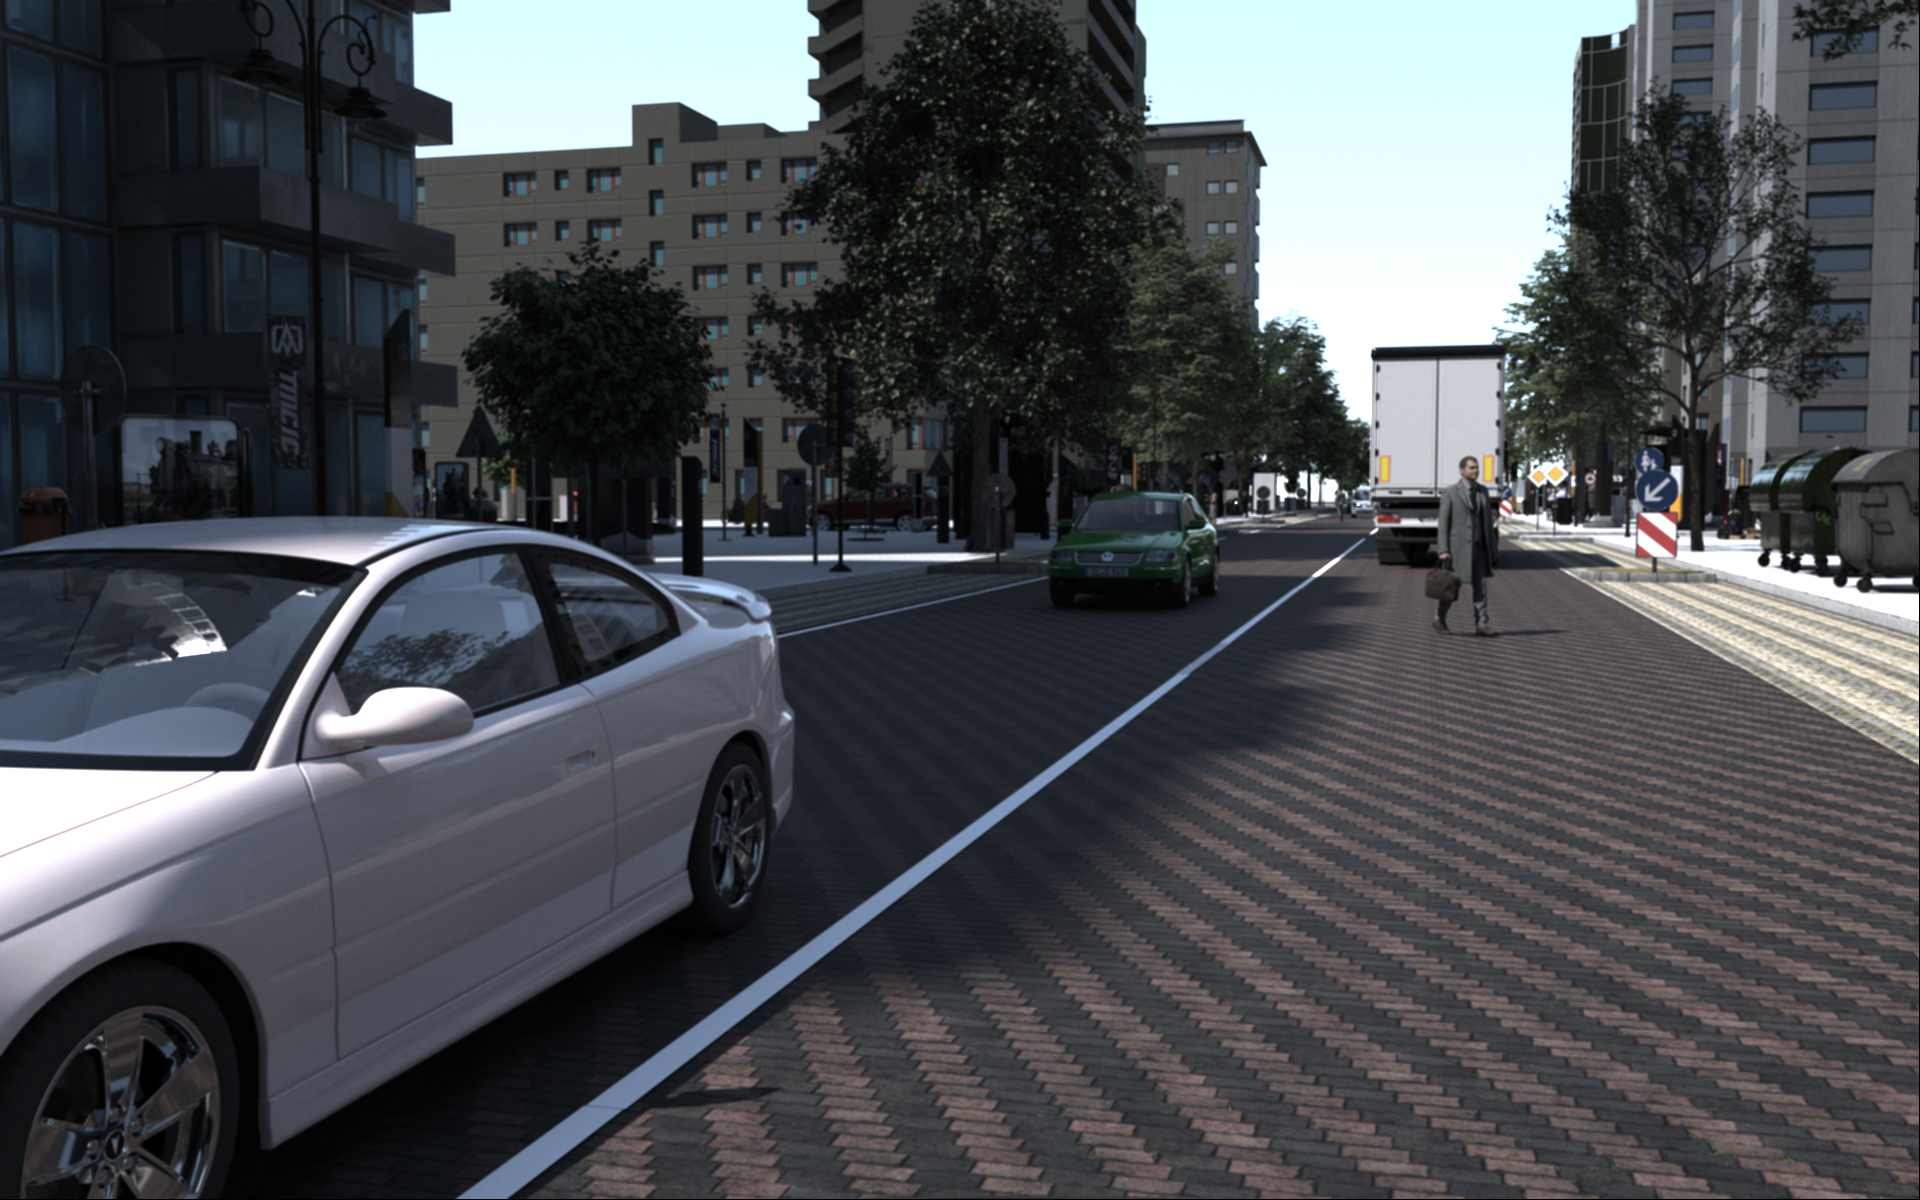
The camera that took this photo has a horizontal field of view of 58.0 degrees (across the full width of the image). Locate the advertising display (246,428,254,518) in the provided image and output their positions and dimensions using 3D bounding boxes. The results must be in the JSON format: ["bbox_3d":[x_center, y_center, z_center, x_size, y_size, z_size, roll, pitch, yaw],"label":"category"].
[{"bbox_3d":[-7.284,-0.714,16.884,0.974,1.923,0.123,2,4,25],"label":"advertising display"}]

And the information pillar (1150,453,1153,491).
[{"bbox_3d":[10.662,-6.431,96.502,0.183,3.616,0.504,0,4,-1],"label":"information pillar"}]

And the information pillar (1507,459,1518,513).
[{"bbox_3d":[37.041,-7.610,115.780,0.504,3.616,0.183,-2,4,-25],"label":"information pillar"}]

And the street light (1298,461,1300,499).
[{"bbox_3d":[27.062,-10.113,138.136,0.468,5.910,1.993,1,4,15],"label":"street light"}]

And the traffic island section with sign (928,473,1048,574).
[{"bbox_3d":[0.621,-1.410,31.674,1.989,1.847,2.006,1,4,15],"label":"traffic island section with sign"}]

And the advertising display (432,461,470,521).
[{"bbox_3d":[-10.124,-1.794,34.551,0.974,1.923,0.123,3,4,38],"label":"advertising display"}]

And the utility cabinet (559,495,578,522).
[{"bbox_3d":[-17.478,-4.061,77.553,1.020,1.237,0.306,3,4,36],"label":"utility cabinet"}]

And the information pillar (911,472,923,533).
[{"bbox_3d":[-1.434,-3.266,57.895,0.304,2.012,0.304,-1,4,-21],"label":"information pillar"}]

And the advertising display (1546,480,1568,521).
[{"bbox_3d":[28.157,-4.681,81.741,0.974,1.923,0.123,3,5,40],"label":"advertising display"}]

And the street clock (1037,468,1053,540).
[{"bbox_3d":[2.400,-2.704,48.775,0.358,2.002,0.471,3,4,36],"label":"street clock"}]

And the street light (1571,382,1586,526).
[{"bbox_3d":[24.396,-5.850,68.433,0.468,5.910,1.993,1,4,15],"label":"street light"}]

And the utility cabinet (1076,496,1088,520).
[{"bbox_3d":[3.705,-2.550,52.852,0.306,1.237,1.020,1,4,8],"label":"utility cabinet"}]

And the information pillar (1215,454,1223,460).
[{"bbox_3d":[14.369,-6.408,96.119,0.504,3.616,0.183,3,4,36],"label":"information pillar"}]

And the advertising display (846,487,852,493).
[{"bbox_3d":[-4.062,-3.884,68.712,0.974,1.923,0.123,-2,4,-35],"label":"advertising display"}]

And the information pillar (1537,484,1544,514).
[{"bbox_3d":[36.691,-6.423,109.514,0.304,2.012,0.304,0,4,5],"label":"information pillar"}]

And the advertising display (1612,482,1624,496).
[{"bbox_3d":[33.730,-5.146,89.348,0.974,1.923,0.123,-1,4,-9],"label":"advertising display"}]

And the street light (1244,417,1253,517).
[{"bbox_3d":[15.949,-7.544,96.131,0.468,5.910,1.993,1,4,15],"label":"street light"}]

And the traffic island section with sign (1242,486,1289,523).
[{"bbox_3d":[14.937,-4.675,85.057,1.989,1.847,2.006,1,4,15],"label":"traffic island section with sign"}]

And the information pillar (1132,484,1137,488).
[{"bbox_3d":[12.212,-7.133,121.119,0.304,2.012,0.304,0,4,-8],"label":"information pillar"}]

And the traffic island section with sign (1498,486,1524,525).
[{"bbox_3d":[25.582,-4.477,81.826,1.989,1.847,2.006,1,4,15],"label":"traffic island section with sign"}]

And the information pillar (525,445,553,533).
[{"bbox_3d":[-5.977,-1.230,24.607,0.304,2.012,0.304,-2,4,-35],"label":"information pillar"}]

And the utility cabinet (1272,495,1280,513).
[{"bbox_3d":[20.894,-6.406,115.896,1.020,1.237,0.306,-1,4,-11],"label":"utility cabinet"}]

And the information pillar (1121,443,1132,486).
[{"bbox_3d":[7.152,-5.085,74.502,0.504,3.616,0.183,-2,4,-23],"label":"information pillar"}]

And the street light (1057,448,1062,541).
[{"bbox_3d":[2.701,-4.527,46.809,0.468,5.910,1.993,1,4,15],"label":"street light"}]

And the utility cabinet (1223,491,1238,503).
[{"bbox_3d":[17.230,-6.242,110.734,1.173,1.500,0.318,2,4,24],"label":"utility cabinet"}]

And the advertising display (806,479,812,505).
[{"bbox_3d":[-6.537,-4.183,73.613,0.123,1.923,0.974,2,4,34],"label":"advertising display"}]

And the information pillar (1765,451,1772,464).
[{"bbox_3d":[43.793,-6.272,93.898,0.504,3.616,0.183,-3,4,-36],"label":"information pillar"}]

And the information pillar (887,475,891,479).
[{"bbox_3d":[-2.895,-3.833,67.165,0.304,2.012,0.304,-2,4,-30],"label":"information pillar"}]

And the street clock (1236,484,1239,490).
[{"bbox_3d":[20.662,-7.566,128.273,0.358,2.002,0.471,3,5,44],"label":"street clock"}]

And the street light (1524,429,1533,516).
[{"bbox_3d":[32.940,-7.807,100.430,0.468,5.910,1.993,1,4,15],"label":"street light"}]

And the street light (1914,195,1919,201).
[{"bbox_3d":[11.441,-2.890,20.047,0.468,5.910,1.993,1,4,15],"label":"street light"}]

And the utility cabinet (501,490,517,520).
[{"bbox_3d":[-21.915,-4.616,84.149,0.318,1.500,1.173,1,4,8],"label":"utility cabinet"}]

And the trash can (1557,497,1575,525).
[{"bbox_3d":[25.194,-3.699,72.125,0.748,1.137,0.748,0,3,0],"label":"trash can"}]

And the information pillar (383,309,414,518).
[{"bbox_3d":[-7.038,-1.859,21.754,0.183,3.616,0.504,1,4,15],"label":"information pillar"}]

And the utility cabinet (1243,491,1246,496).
[{"bbox_3d":[18.917,-6.618,116.880,1.173,1.500,0.318,-2,4,-34],"label":"utility cabinet"}]

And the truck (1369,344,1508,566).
[{"bbox_3d":[10.609,-3.005,38.053,2.839,4.237,11.283,1,4,17],"label":"truck"}]

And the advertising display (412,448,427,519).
[{"bbox_3d":[-7.701,-1.159,24.158,0.123,1.923,0.974,0,4,7],"label":"advertising display"}]

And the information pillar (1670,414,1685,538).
[{"bbox_3d":[20.914,-3.620,50.547,0.183,3.616,0.504,-1,4,-14],"label":"information pillar"}]

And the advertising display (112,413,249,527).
[{"bbox_3d":[-6.317,-0.540,14.047,0.974,1.923,0.123,-3,5,-42],"label":"advertising display"}]

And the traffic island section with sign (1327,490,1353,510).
[{"bbox_3d":[34.929,-9.237,159.646,1.989,1.847,2.006,1,4,15],"label":"traffic island section with sign"}]

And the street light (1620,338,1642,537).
[{"bbox_3d":[19.870,-4.807,51.380,0.468,5.910,1.993,1,4,15],"label":"street light"}]

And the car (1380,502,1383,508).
[{"bbox_3d":[38.019,-8.963,156.770,2.015,1.641,3.980,1,4,17],"label":"car"}]

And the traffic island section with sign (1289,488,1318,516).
[{"bbox_3d":[22.004,-6.287,111.413,1.989,1.847,2.006,1,4,15],"label":"traffic island section with sign"}]

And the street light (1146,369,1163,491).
[{"bbox_3d":[7.177,-5.571,63.876,0.468,5.910,1.993,1,4,15],"label":"street light"}]

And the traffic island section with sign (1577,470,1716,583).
[{"bbox_3d":[11.364,-1.233,28.795,1.989,1.847,2.006,1,4,15],"label":"traffic island section with sign"}]

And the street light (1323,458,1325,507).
[{"bbox_3d":[35.894,-12.112,170.813,0.468,5.910,1.993,1,4,15],"label":"street light"}]

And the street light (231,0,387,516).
[{"bbox_3d":[-5.743,-2.611,15.479,0.468,5.910,1.993,1,4,15],"label":"street light"}]

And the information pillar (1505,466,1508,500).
[{"bbox_3d":[39.161,-8.114,124.013,0.183,3.616,0.504,3,4,38],"label":"information pillar"}]

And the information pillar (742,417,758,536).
[{"bbox_3d":[-6.367,-3.746,52.599,0.504,3.616,0.183,2,4,32],"label":"information pillar"}]

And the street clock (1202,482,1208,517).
[{"bbox_3d":[11.919,-4.870,84.190,0.358,2.002,0.471,0,4,8],"label":"street clock"}]

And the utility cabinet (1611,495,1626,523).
[{"bbox_3d":[29.063,-4.000,76.557,1.020,1.237,0.306,-3,5,-42],"label":"utility cabinet"}]
